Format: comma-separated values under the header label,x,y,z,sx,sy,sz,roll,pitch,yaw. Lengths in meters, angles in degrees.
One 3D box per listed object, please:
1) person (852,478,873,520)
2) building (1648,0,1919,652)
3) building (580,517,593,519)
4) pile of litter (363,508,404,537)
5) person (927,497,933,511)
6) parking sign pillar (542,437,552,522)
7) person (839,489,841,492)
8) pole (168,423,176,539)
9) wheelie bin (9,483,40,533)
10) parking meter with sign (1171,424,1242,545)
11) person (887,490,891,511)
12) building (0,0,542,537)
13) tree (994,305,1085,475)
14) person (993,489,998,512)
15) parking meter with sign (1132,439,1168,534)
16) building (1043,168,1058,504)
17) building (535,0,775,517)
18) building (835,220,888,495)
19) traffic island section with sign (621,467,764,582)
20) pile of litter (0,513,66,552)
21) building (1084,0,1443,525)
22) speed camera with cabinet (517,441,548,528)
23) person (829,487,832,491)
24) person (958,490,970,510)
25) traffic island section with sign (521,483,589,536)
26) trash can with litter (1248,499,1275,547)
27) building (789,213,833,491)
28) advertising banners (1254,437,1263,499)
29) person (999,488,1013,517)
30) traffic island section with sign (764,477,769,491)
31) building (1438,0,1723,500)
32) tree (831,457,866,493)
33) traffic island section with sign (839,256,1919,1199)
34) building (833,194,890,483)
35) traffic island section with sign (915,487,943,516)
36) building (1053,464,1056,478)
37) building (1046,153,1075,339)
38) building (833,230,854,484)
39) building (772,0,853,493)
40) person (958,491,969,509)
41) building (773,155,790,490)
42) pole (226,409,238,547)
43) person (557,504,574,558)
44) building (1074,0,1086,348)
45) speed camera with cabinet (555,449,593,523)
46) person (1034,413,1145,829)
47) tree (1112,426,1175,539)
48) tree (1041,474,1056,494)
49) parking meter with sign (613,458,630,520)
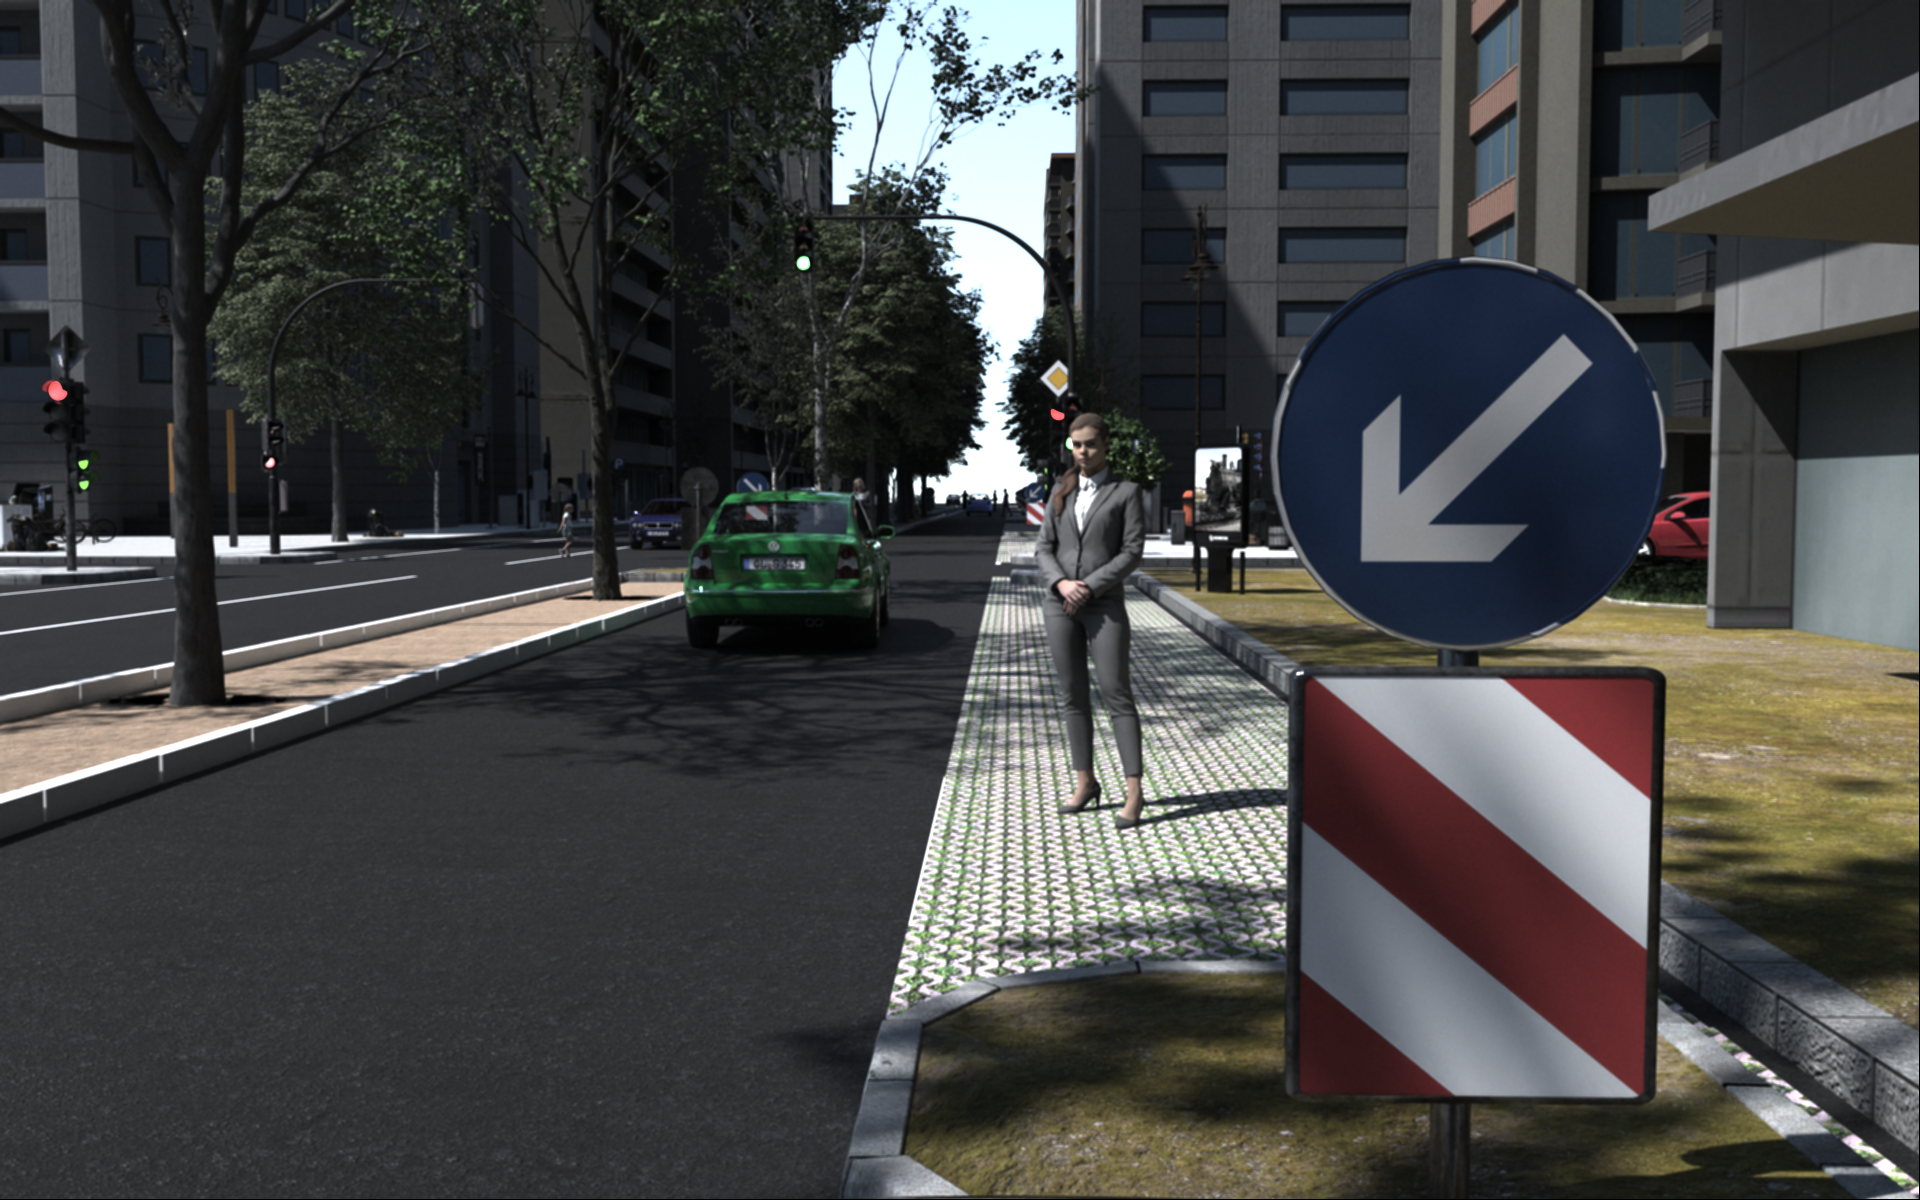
label,x,y,z,sx,sy,sz,roll,pitch,yaw
person,-2.285,-1.909,39.893,0.537,1.800,0.526,1,4,9
building,17.881,-25.276,2.498,28.713,52.752,27.495,0,4,2
building,-28.794,-28.961,97.211,21.300,48.544,21.600,0,4,2
pile of litter,-17.331,-2.331,52.072,1.176,0.858,1.719,-2,4,-23
person,-2.626,-8.557,148.425,0.705,1.822,1.348,-2,4,-31
parking sign pillar,-19.343,-5.654,80.912,1.447,3.967,1.447,-1,4,-16
person,-9.664,-7.988,139.121,1.348,1.822,0.705,1,4,9
pole,-22.695,-3.432,49.965,0.158,3.312,0.155,0,3,0
wheelie bin,-26.460,-2.530,49.271,0.693,1.594,0.980,3,4,38
parking meter with sign,6.199,-2.898,43.635,1.738,3.016,0.543,0,4,5
person,-5.905,-8.206,143.390,0.721,1.743,1.217,1,4,14
building,-30.099,-31.932,64.086,21.231,58.520,28.212,0,4,2
tree,5.775,-11.388,104.325,7.486,12.596,7.792,0,3,0
person,2.883,-8.115,141.198,0.705,1.821,1.348,-1,4,-10
parking meter with sign,6.122,-3.619,55.424,0.543,3.016,1.738,2,4,30
building,22.559,-37.955,244.262,21.300,48.544,21.600,0,4,2
building,-25.283,-30.519,122.687,21.300,48.544,21.600,0,4,2
building,-17.797,-34.527,248.115,14.154,41.232,14.086,0,4,2
traffic island section with sign,-4.457,-1.266,28.843,2.006,1.907,1.989,0,4,2
pile of litter,-20.883,-1.521,38.830,1.719,0.858,1.176,2,4,25
building,16.649,-33.153,84.048,21.231,58.520,28.212,0,4,2
speed camera with cabinet,-16.210,-4.357,65.579,0.660,3.252,2.038,-2,4,-32
person,-7.846,-5.943,105.586,0.656,1.842,0.836,1,4,20
person,0.467,-8.890,153.808,1.348,1.831,0.705,1,4,15
traffic island section with sign,-13.920,-3.130,59.796,1.989,1.847,2.006,0,4,2
trash can with litter,7.313,-1.900,42.445,0.624,1.170,1.055,2,4,25
building,-20.782,-24.769,176.679,14.160,30.474,14.107,0,4,2
advertising banners,9.412,-3.573,54.607,0.090,3.025,2.074,0,4,4
person,2.934,-6.165,109.566,0.850,1.792,0.678,-1,4,-16
traffic island section with sign,-4.226,-1.719,36.246,2.006,1.907,1.989,0,4,2
building,27.199,-24.049,47.821,28.867,44.769,22.147,0,4,2
tree,-12.131,-15.540,188.484,8.767,10.594,7.601,0,3,0
traffic island section with sign,0.775,0.301,3.705,1.989,1.847,2.006,0,4,2
building,-18.059,-37.432,262.121,14.600,45.320,14.200,0,4,2
traffic island section with sign,-1.981,-6.313,111.352,2.006,1.907,1.989,0,4,2
building,20.752,-52.363,168.804,22.319,86.520,31.000,0,4,2
building,22.086,-34.487,218.494,22.147,44.769,28.867,0,4,2
building,-28.365,-32.858,229.112,32.217,40.220,23.993,0,4,2
building,-23.528,-46.942,205.752,20.563,71.187,20.611,0,4,2
person,0.363,-9.563,165.380,1.217,1.766,0.721,1,4,14
building,-22.152,-22.598,141.173,14.160,30.474,14.107,0,4,2
pole,-17.591,-2.937,41.857,0.158,3.312,0.155,0,3,0
person,-8.903,-1.566,39.124,0.382,1.210,0.505,-1,4,-10
building,15.552,-29.138,126.509,14.600,45.320,14.200,0,4,2
speed camera with cabinet,-16.875,-5.003,76.142,0.660,3.252,2.038,2,4,32
person,0.563,0.071,7.611,0.520,1.790,0.573,1,4,11
tree,5.190,-3.368,49.668,1.663,3.219,1.824,0,3,0
tree,7.525,-9.083,143.114,1.663,3.219,1.824,0,3,0
parking meter with sign,-16.528,-5.420,84.878,0.543,3.016,1.738,0,3,0
